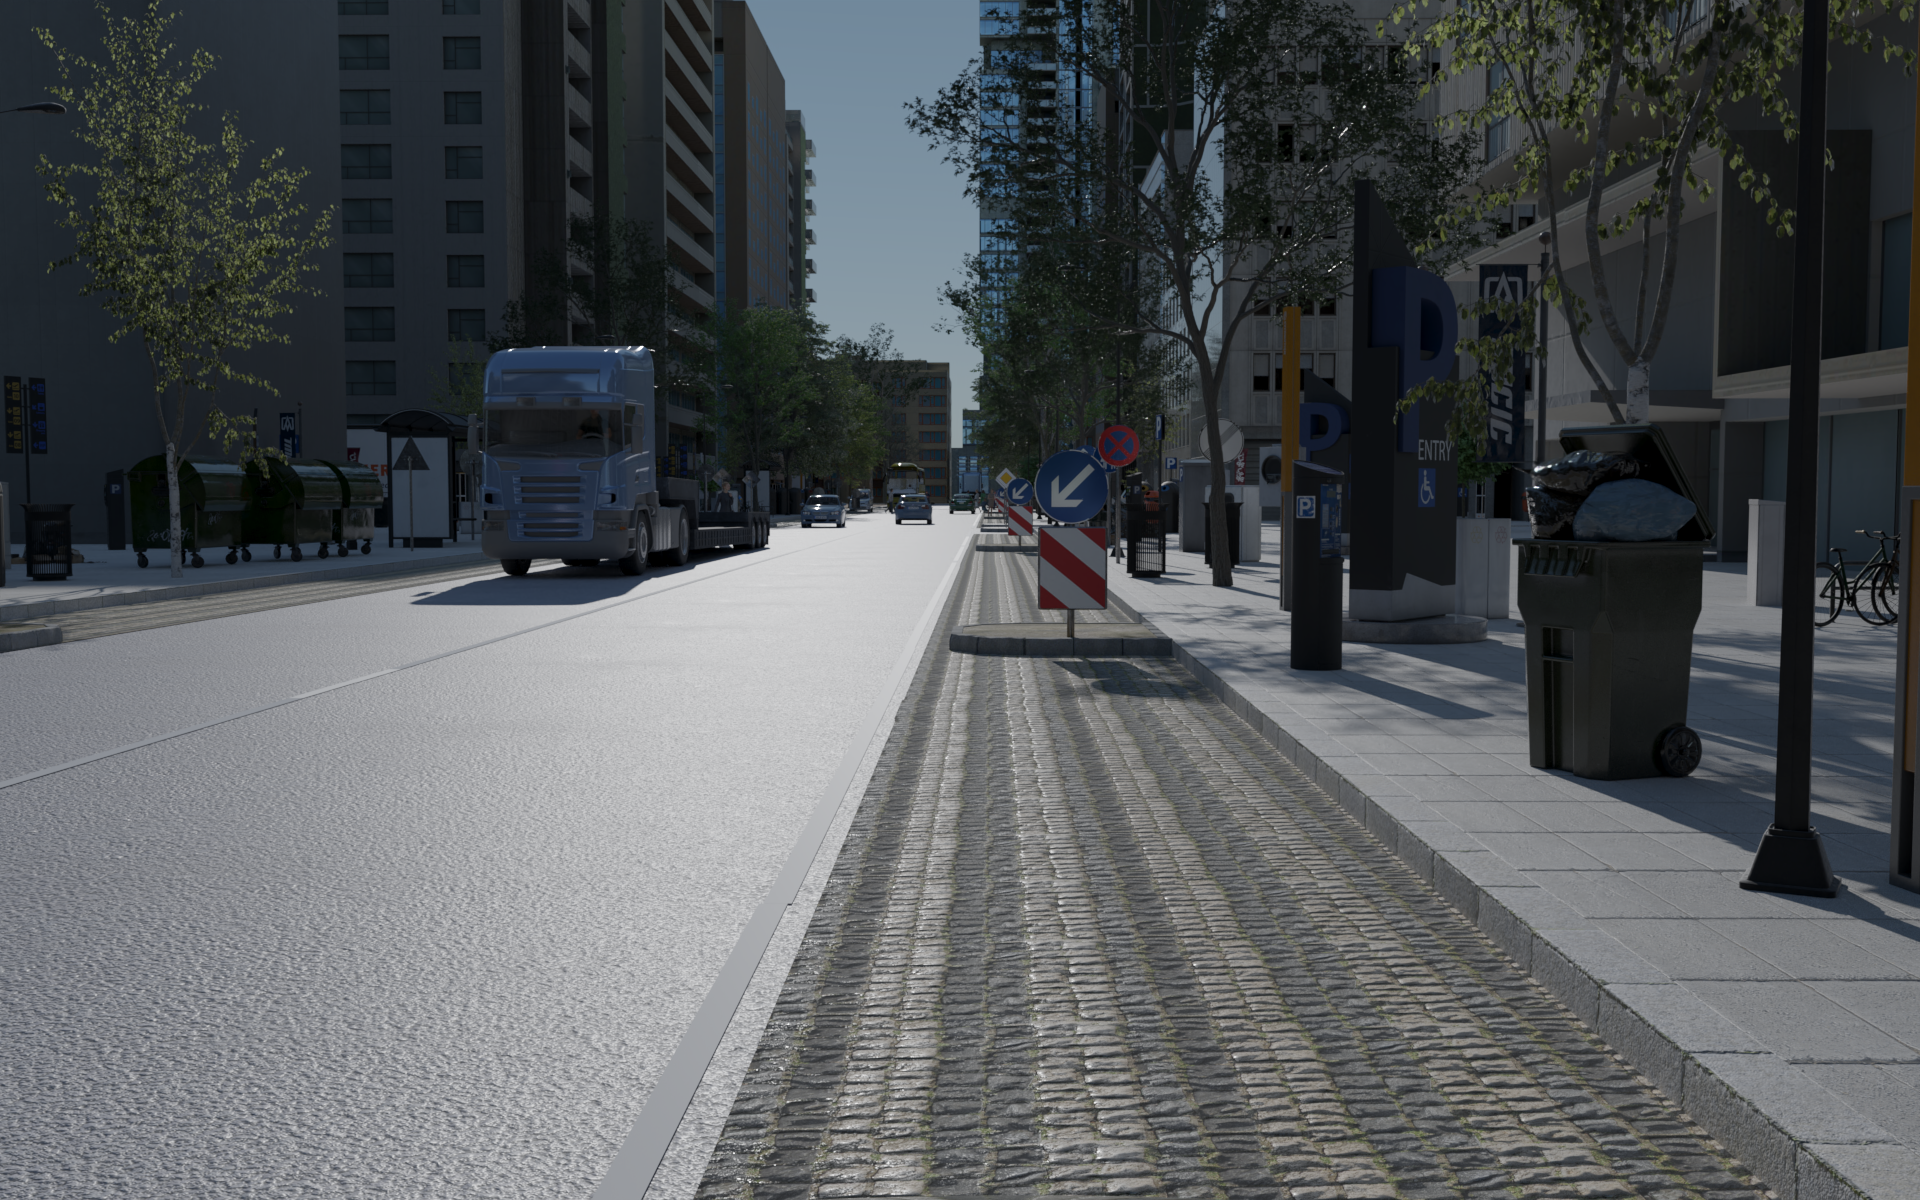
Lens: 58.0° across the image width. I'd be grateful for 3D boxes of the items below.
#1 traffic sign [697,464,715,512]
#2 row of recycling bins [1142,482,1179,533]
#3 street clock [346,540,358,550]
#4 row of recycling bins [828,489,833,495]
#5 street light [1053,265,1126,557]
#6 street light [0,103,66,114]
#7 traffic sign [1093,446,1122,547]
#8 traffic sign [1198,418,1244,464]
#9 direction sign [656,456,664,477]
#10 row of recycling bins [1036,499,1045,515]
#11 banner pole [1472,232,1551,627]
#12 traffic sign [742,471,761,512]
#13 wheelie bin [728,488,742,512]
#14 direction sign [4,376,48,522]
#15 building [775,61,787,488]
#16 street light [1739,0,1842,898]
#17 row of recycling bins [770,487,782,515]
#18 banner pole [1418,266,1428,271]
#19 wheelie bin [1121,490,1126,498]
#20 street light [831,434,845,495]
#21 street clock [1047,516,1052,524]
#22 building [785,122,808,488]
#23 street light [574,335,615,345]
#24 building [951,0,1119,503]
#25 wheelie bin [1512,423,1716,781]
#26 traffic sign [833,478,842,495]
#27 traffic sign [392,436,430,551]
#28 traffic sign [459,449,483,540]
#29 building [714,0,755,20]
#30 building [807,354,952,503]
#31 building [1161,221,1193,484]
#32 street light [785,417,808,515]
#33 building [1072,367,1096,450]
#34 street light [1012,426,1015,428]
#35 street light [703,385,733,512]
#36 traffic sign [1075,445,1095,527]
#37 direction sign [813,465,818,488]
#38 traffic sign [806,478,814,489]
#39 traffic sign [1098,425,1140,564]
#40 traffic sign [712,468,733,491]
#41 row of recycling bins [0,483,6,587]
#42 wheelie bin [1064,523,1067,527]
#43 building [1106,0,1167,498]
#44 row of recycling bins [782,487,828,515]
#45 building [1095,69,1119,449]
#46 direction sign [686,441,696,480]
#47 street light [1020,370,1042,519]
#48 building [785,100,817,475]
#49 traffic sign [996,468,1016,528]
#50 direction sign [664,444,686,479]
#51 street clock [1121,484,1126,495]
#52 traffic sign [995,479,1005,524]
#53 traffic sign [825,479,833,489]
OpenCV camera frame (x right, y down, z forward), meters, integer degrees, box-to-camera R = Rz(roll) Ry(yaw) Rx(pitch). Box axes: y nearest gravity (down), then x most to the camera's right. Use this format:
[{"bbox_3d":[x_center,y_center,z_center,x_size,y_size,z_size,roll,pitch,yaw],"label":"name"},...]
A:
[{"bbox_3d":[-10.745,-4.477,73.309,0.768,2.556,0.104,0,4,6],"label":"traffic sign"},{"bbox_3d":[7.225,-3.053,57.029,3.534,1.692,1.069,2,4,33],"label":"row of recycling bins"},{"bbox_3d":[-13.971,-2.151,39.733,0.471,2.002,0.358,-3,5,-43],"label":"street clock"},{"bbox_3d":[-11.432,-8.463,145.486,1.069,1.692,3.534,1,4,10],"label":"row of recycling bins"},{"bbox_3d":[2.678,-3.835,35.242,1.470,5.913,1.316,0,4,1],"label":"street light"},{"bbox_3d":[-11.315,-2.947,20.724,1.470,5.913,1.316,0,4,1],"label":"street light"},{"bbox_3d":[3.600,-2.555,41.878,0.768,2.556,0.104,1,4,11],"label":"traffic sign"},{"bbox_3d":[4.390,-1.780,29.213,0.768,2.556,0.104,0,4,3],"label":"traffic sign"},{"bbox_3d":[-17.823,-6.833,103.720,0.876,3.537,0.379,-3,5,-44],"label":"direction sign"},{"bbox_3d":[5.845,-6.360,111.101,1.069,1.692,3.534,-1,4,-20],"label":"row of recycling bins"},{"bbox_3d":[5.354,-1.628,16.629,0.863,3.779,0.401,0,4,0],"label":"banner pole"},{"bbox_3d":[-8.900,-4.299,73.933,0.795,2.450,0.064,0,4,1],"label":"traffic sign"},{"bbox_3d":[-11.678,-4.962,89.038,0.980,1.594,0.693,0,4,4],"label":"wheelie bin"},{"bbox_3d":[-18.065,-2.542,33.555,0.379,3.537,0.876,2,4,23],"label":"direction sign"},{"bbox_3d":[-24.822,-31.834,170.598,14.600,45.320,14.200,0,4,1],"label":"building"},{"bbox_3d":[2.179,-2.016,5.509,1.470,5.913,1.316,0,4,1],"label":"street light"},{"bbox_3d":[-12.867,-6.409,111.906,1.069,1.692,3.534,1,4,17],"label":"row of recycling bins"},{"bbox_3d":[4.941,-1.790,19.289,0.401,3.779,0.863,-2,4,-33],"label":"banner pole"},{"bbox_3d":[11.997,-7.162,125.005,0.693,1.594,0.980,0,4,-8],"label":"wheelie bin"},{"bbox_3d":[-9.466,-9.912,134.594,1.470,5.913,1.316,0,4,1],"label":"street light"},{"bbox_3d":[3.814,-4.215,73.486,0.358,2.002,0.471,1,4,12],"label":"street clock"},{"bbox_3d":[-24.104,-30.669,185.026,14.154,41.232,14.086,0,4,1],"label":"building"},{"bbox_3d":[-10.772,-4.785,50.770,1.470,5.913,1.316,0,4,1],"label":"street light"},{"bbox_3d":[14.482,-57.273,249.076,31.000,86.520,22.319,0,4,1],"label":"building"},{"bbox_3d":[2.992,-0.004,7.976,0.693,1.594,0.980,-1,4,-21],"label":"wheelie bin"},{"bbox_3d":[-9.832,-8.508,139.217,0.768,2.556,0.104,0,4,2],"label":"traffic sign"},{"bbox_3d":[-12.256,-2.364,38.663,0.884,2.594,0.081,1,4,8],"label":"traffic sign"},{"bbox_3d":[-13.519,-2.929,47.995,0.768,2.556,0.104,1,4,10],"label":"traffic sign"},{"bbox_3d":[-25.073,-30.946,156.070,14.600,45.320,14.200,0,4,1],"label":"building"},{"bbox_3d":[-15.989,-25.084,255.154,28.899,21.520,27.650,0,4,1],"label":"building"},{"bbox_3d":[18.094,-15.228,103.735,10.420,20.320,16.860,0,4,1],"label":"building"},{"bbox_3d":[-9.822,-8.034,103.893,1.470,5.913,1.316,0,4,1],"label":"street light"},{"bbox_3d":[27.585,-21.827,201.905,27.650,21.520,28.899,0,4,1],"label":"building"},{"bbox_3d":[3.494,-7.044,87.707,1.470,5.913,1.316,0,4,1],"label":"street light"},{"bbox_3d":[-10.369,-6.204,73.978,1.470,5.913,1.316,0,4,1],"label":"street light"},{"bbox_3d":[3.273,-2.751,45.092,0.768,2.556,0.104,0,4,6],"label":"traffic sign"},{"bbox_3d":[-10.435,-8.141,125.099,0.379,3.537,0.876,-2,4,-31],"label":"direction sign"},{"bbox_3d":[-11.820,-8.312,136.006,0.768,2.556,0.104,0,4,1],"label":"traffic sign"},{"bbox_3d":[2.922,-1.946,31.928,0.768,2.556,0.104,0,4,5],"label":"traffic sign"},{"bbox_3d":[-9.041,-3.811,65.949,0.795,2.450,0.064,0,4,1],"label":"traffic sign"},{"bbox_3d":[-14.931,-1.006,23.566,3.534,1.692,1.069,-1,4,-11],"label":"row of recycling bins"},{"bbox_3d":[4.162,-3.370,63.002,0.980,1.594,0.693,2,4,31],"label":"wheelie bin"},{"bbox_3d":[23.506,-44.188,160.718,20.563,71.187,20.611,0,4,1],"label":"building"},{"bbox_3d":[-10.765,-6.822,118.645,1.069,1.692,3.534,2,4,34],"label":"row of recycling bins"},{"bbox_3d":[21.464,-32.383,179.572,14.600,45.320,14.200,0,4,1],"label":"building"},{"bbox_3d":[-11.384,-5.030,74.241,0.379,3.537,0.876,0,4,-3],"label":"direction sign"},{"bbox_3d":[3.097,-5.654,64.977,1.470,5.913,1.316,0,4,1],"label":"street light"},{"bbox_3d":[-32.660,-35.835,205.516,30.456,49.044,23.786,0,4,1],"label":"building"},{"bbox_3d":[1.751,-3.798,65.740,0.795,2.450,0.064,0,4,1],"label":"traffic sign"},{"bbox_3d":[-12.667,-5.248,77.797,0.876,3.537,0.379,0,4,5],"label":"direction sign"},{"bbox_3d":[11.989,-7.495,127.108,0.358,2.002,0.471,-3,5,-44],"label":"street clock"},{"bbox_3d":[1.892,-4.286,73.724,0.795,2.450,0.064,0,4,1],"label":"traffic sign"},{"bbox_3d":[-11.308,-9.120,149.225,0.768,2.556,0.104,1,4,9],"label":"traffic sign"}]
